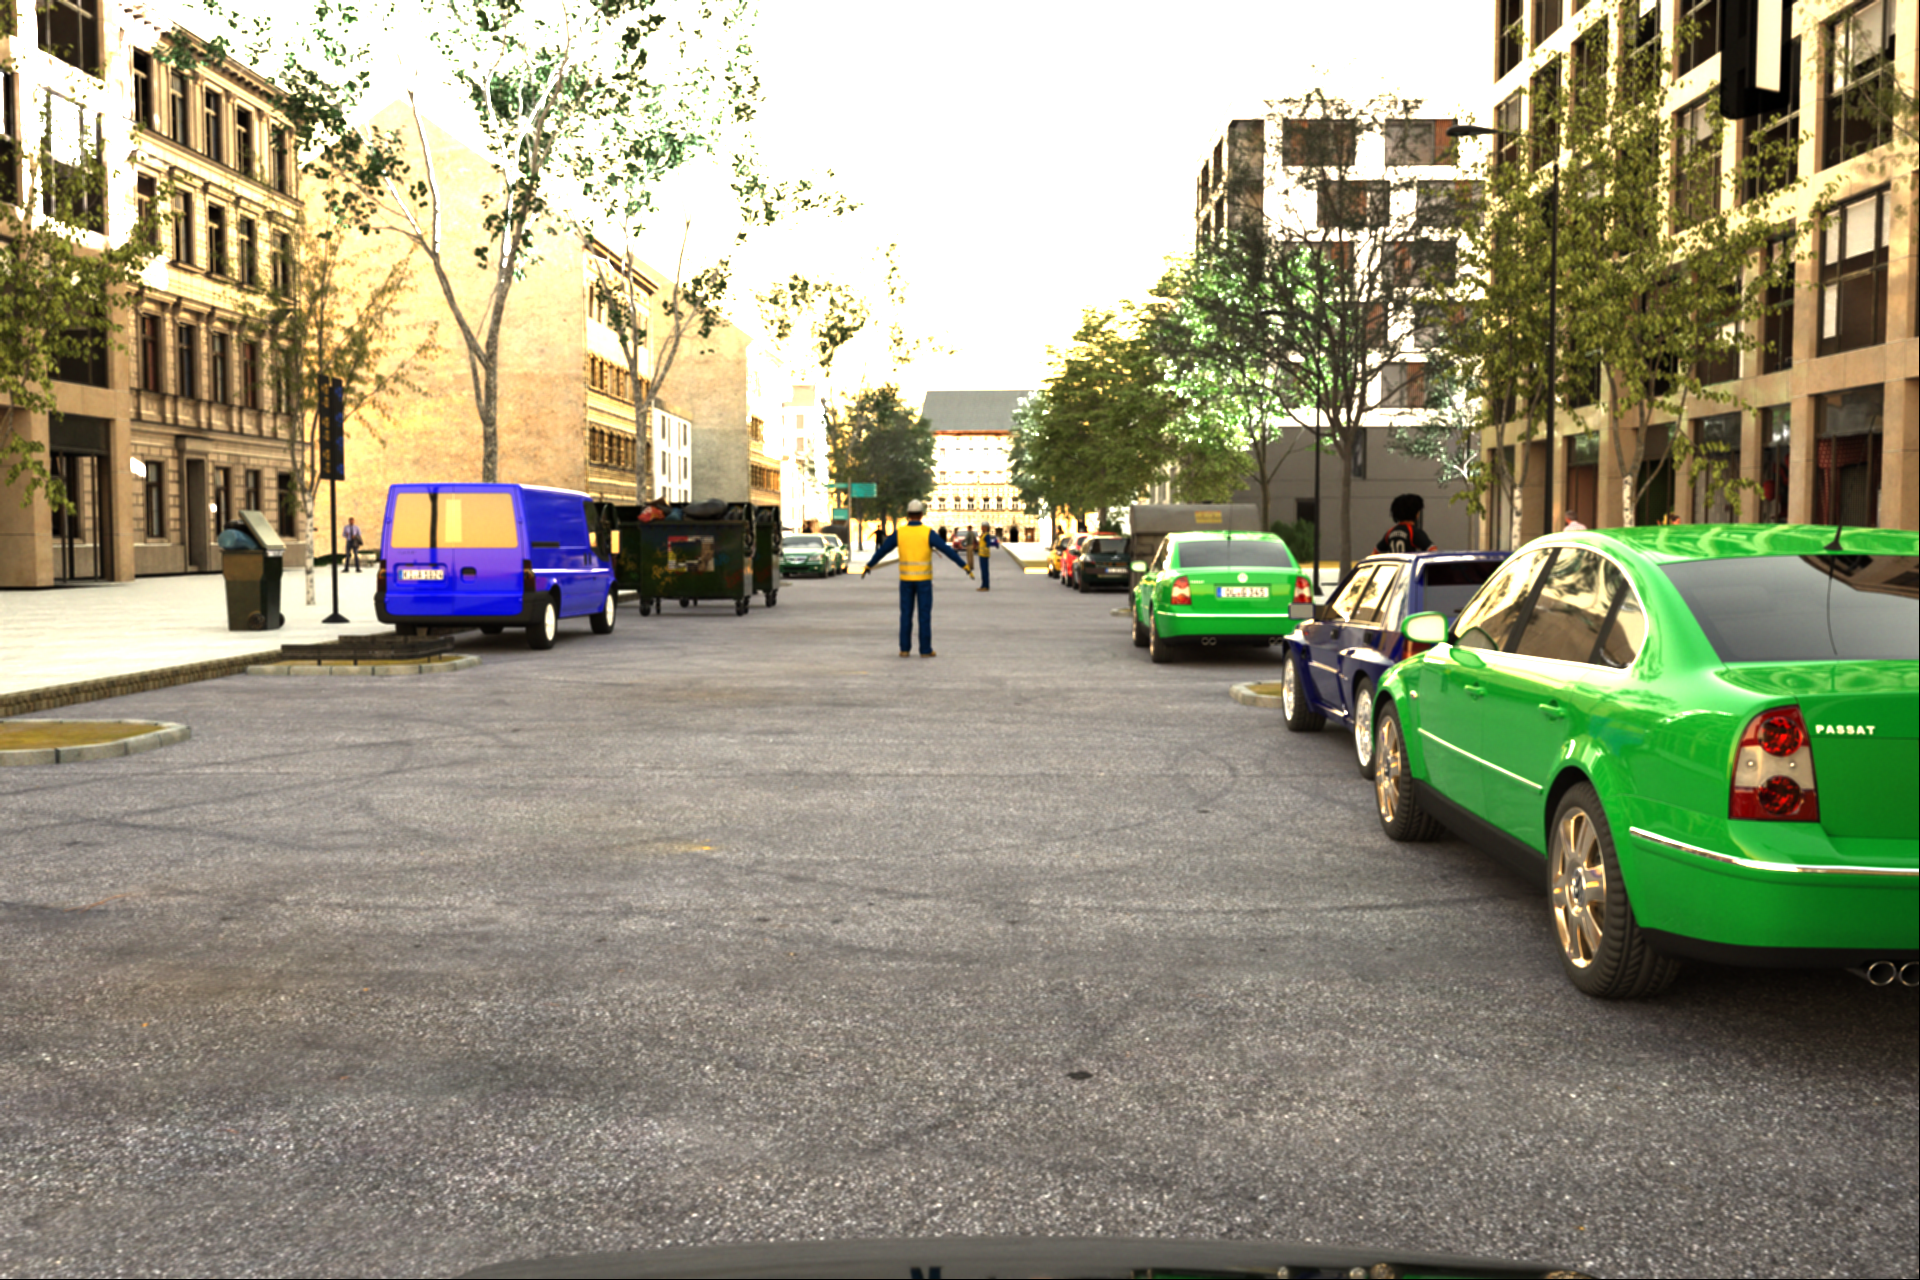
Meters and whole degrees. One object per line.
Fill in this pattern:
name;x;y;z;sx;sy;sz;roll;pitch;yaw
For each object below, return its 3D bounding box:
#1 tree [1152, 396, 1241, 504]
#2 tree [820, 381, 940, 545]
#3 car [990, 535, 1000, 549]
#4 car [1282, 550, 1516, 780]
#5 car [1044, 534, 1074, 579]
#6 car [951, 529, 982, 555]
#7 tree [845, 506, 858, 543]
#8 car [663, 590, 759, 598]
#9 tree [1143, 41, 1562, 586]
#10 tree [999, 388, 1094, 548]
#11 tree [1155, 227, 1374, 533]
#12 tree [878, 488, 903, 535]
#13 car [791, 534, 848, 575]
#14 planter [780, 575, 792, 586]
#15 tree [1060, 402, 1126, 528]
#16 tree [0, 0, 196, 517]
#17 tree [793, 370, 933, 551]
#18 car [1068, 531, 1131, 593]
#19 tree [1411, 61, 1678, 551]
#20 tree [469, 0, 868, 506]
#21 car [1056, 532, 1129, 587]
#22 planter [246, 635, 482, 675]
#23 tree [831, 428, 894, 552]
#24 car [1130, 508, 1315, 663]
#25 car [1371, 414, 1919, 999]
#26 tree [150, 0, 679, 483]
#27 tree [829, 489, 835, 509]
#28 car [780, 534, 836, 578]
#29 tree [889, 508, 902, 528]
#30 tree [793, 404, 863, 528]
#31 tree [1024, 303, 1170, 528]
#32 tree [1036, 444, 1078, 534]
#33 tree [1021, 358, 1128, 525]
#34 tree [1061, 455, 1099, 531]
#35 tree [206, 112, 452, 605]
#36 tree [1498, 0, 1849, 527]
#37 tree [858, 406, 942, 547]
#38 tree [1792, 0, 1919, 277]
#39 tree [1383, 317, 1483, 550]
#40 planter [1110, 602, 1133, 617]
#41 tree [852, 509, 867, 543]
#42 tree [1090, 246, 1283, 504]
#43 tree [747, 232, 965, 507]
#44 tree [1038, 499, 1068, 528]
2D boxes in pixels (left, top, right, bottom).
tree;10.159;-7.820;78.215;4.360;8.622;3.978;0;3;0
tree;-6.484;-14.517;144.000;9.857;13.997;8.962;0;3;0
car;2.983;-9.684;170.906;1.945;1.354;3.894;0;4;0
car;3.226;0.071;11.415;1.945;1.354;3.894;0;4;1
car;3.816;-2.869;57.124;2.015;1.641;3.980;0;4;0
car;0.531;-6.931;121.990;2.281;1.827;5.304;0;4;1
tree;-15.045;-18.653;255.335;4.360;8.622;3.978;0;3;0
car;-5.724;-1.886;39.873;2.155;1.783;4.494;0;4;1
tree;9.637;-8.118;43.099;12.009;13.543;11.850;0;3;0
tree;8.216;-14.860;149.616;9.857;13.997;8.962;0;3;0
tree;10.335;-8.139;58.831;9.928;11.665;9.643;0;3;0
tree;-6.309;-12.415;153.350;4.360;8.622;3.978;0;3;0
car;-5.070;-3.112;62.680;2.131;1.459;4.920;0;4;1
planter;-5.710;-1.649;48.094;1.991;0.319;1.994;0;4;2
tree;7.590;-8.801;94.262;4.737;8.622;4.395;0;3;0
tree;-12.216;-4.365;21.737;4.737;8.622;4.395;0;3;0
tree;-7.499;-13.433;130.000;12.009;13.543;11.850;0;3;0
car;3.762;-2.066;43.573;2.009;1.686;4.222;0;4;0
tree;9.232;-4.759;28.168;4.737;8.622;4.395;0;3;0
tree;-9.661;-12.415;58.868;12.611;20.169;13.585;0;3;0
car;3.769;-2.404;48.347;2.155;1.783;4.494;0;4;1
planter;-6.255;0.158;18.564;1.991;0.319;1.994;0;4;1
tree;-7.331;-10.434;120.956;4.360;8.622;3.978;0;3;0
car;3.050;-0.722;20.600;1.959;1.807;4.718;0;4;1
car;2.835;0.129;6.694;1.959;1.807;4.718;0;4;1
tree;-12.891;-11.473;43.468;12.611;20.169;13.585;0;3;0
tree;-23.346;-21.524;262.290;12.009;13.543;11.850;0;3;0
car;-5.163;-2.791;57.436;2.131;1.459;4.920;0;4;1
tree;-9.162;-18.926;259.801;4.737;8.622;4.395;0;3;0
tree;-7.332;-9.043;98.218;4.360;8.622;3.978;0;3;0
tree;7.007;-10.234;85.451;7.486;12.596;7.792;0;3;0
tree;8.104;-10.735;125.886;4.360;8.622;3.978;0;3;0
tree;7.876;-11.885;112.451;7.486;12.596;7.792;0;3;0
tree;8.148;-10.398;120.363;4.360;8.622;3.978;0;3;0
tree;-11.937;-4.931;30.988;4.360;8.622;3.978;0;3;0
tree;8.967;-4.428;22.761;4.737;8.622;4.395;0;3;0
tree;-6.552;-16.149;170.687;9.857;13.997;8.962;0;3;0
tree;9.344;-3.847;13.257;4.360;8.622;3.978;0;3;0
tree;21.433;-8.395;71.672;7.601;10.594;8.767;-3;5;-44
planter;3.671;-0.583;30.674;1.991;0.319;1.994;0;4;2
tree;-14.202;-19.047;261.774;4.360;8.622;3.978;0;3;0
tree;9.117;-9.248;69.336;7.486;12.596;7.792;0;3;0
tree;-6.514;-15.450;108.503;12.611;20.169;13.585;0;3;0
tree;9.483;-13.182;165.879;4.360;8.622;3.978;0;3;0
